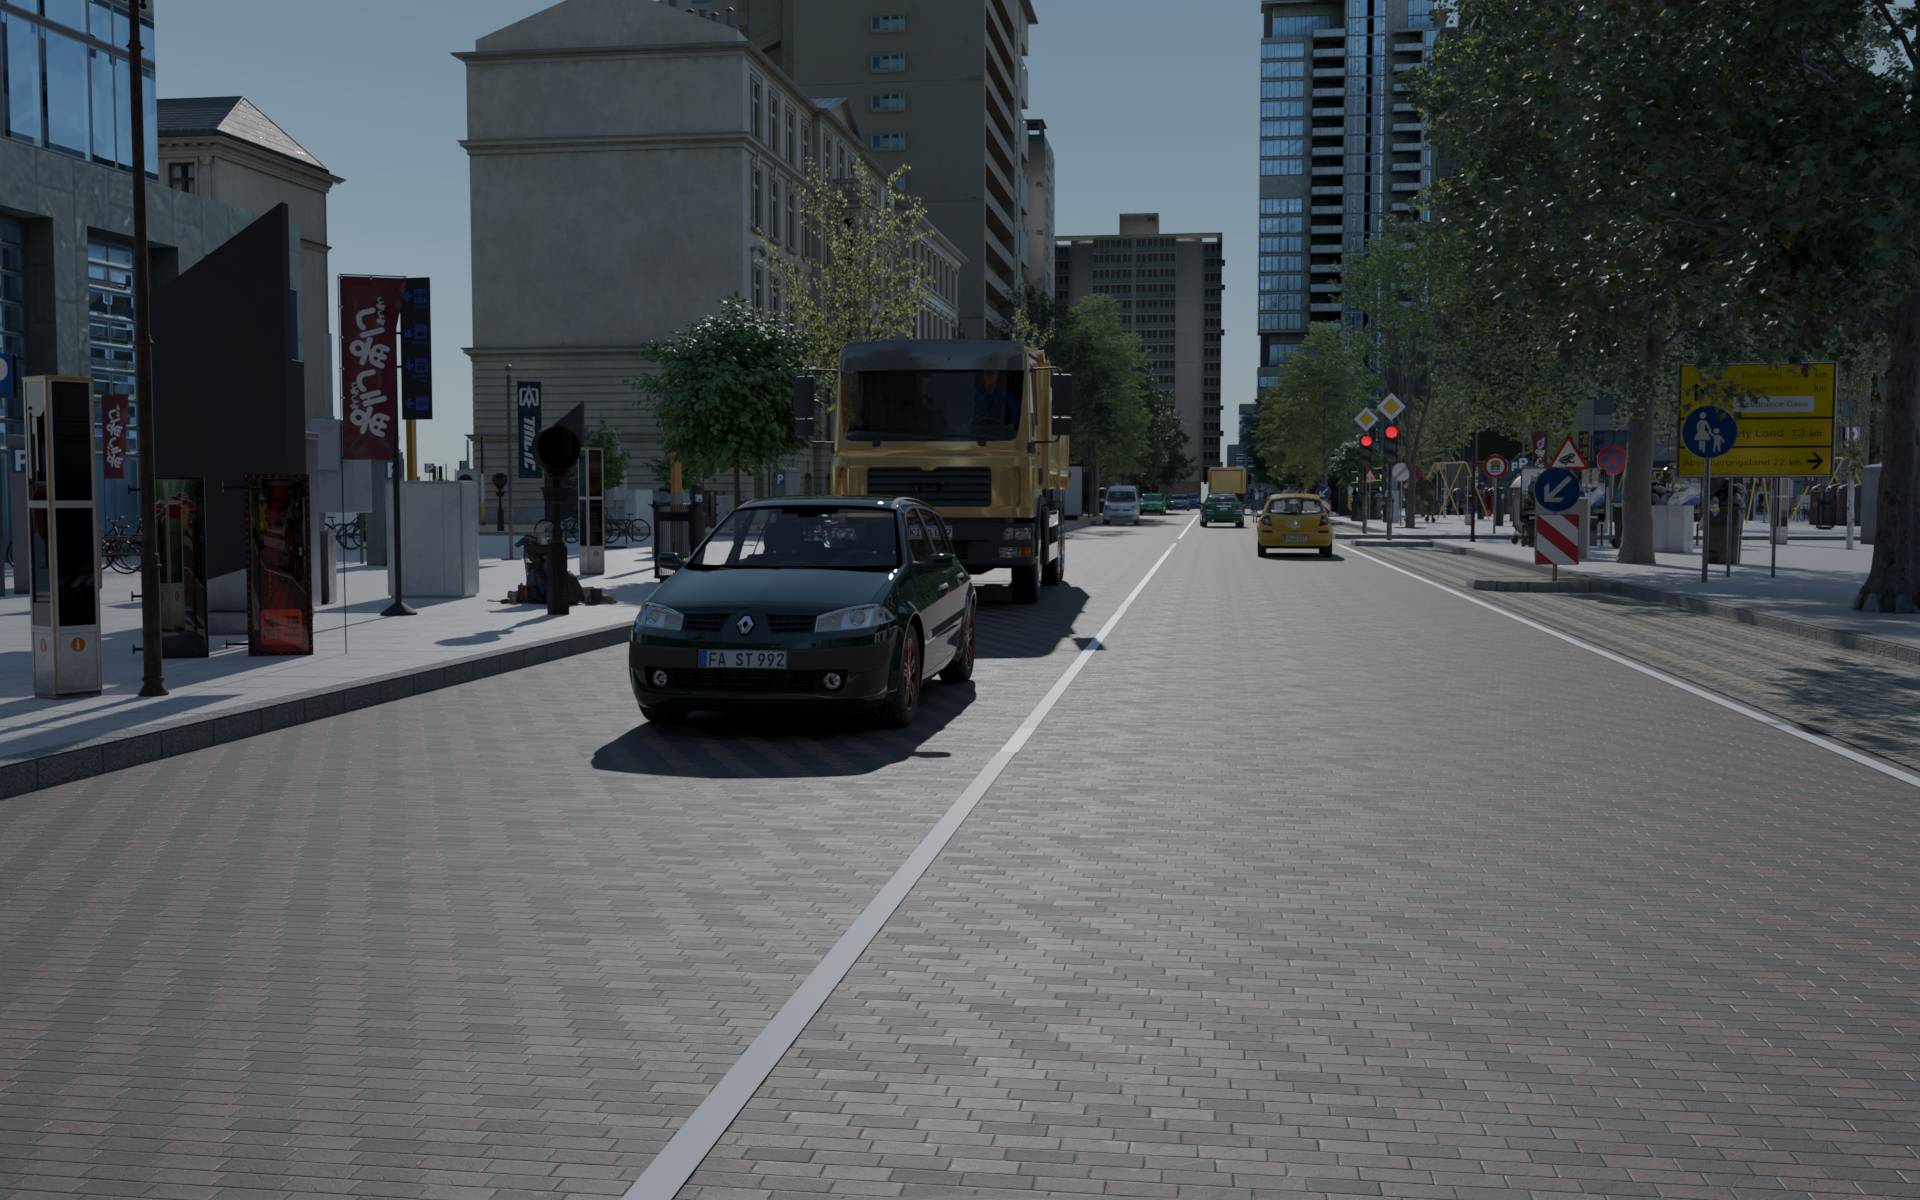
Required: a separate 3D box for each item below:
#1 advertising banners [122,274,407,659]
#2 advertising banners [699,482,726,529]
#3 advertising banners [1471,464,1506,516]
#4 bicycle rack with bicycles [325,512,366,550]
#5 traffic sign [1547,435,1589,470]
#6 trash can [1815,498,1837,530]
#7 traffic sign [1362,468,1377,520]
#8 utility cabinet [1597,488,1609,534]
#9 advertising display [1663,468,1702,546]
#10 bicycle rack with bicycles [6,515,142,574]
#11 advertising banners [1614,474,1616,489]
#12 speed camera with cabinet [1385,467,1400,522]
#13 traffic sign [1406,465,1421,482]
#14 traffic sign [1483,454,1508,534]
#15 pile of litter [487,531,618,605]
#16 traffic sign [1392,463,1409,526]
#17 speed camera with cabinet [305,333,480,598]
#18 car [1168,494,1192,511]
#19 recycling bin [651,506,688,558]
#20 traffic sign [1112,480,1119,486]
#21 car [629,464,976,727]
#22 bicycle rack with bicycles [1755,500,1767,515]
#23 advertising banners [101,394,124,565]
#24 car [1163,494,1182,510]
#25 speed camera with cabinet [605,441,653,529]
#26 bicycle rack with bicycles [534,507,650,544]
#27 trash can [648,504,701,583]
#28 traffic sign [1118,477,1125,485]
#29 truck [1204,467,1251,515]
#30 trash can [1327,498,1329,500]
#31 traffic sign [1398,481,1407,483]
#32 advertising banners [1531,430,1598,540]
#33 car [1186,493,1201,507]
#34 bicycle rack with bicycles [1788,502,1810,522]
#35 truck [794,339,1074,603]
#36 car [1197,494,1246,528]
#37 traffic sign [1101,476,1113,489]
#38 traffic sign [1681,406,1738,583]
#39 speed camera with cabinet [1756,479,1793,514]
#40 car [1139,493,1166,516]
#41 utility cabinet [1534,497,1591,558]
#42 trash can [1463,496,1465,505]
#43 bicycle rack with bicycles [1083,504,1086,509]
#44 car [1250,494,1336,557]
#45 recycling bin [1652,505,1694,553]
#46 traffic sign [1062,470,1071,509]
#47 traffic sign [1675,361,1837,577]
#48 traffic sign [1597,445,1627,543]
[{"bbox_3d":[-5.419,-1.068,13.655,2.074,3.025,0.090,-1,4,-18],"label":"advertising banners"},{"bbox_3d":[-9.952,-4.464,69.181,0.090,3.025,2.074,-3,5,-39],"label":"advertising banners"},{"bbox_3d":[30.298,-6.307,99.309,2.074,3.025,0.090,0,4,-3],"label":"advertising banners"},{"bbox_3d":[-13.629,-1.641,40.206,2.925,0.926,2.852,-1,4,-10],"label":"bicycle rack with bicycles"},{"bbox_3d":[13.330,-2.325,38.017,0.884,2.594,0.081,1,4,16],"label":"traffic sign"},{"bbox_3d":[31.277,-3.116,62.594,0.748,1.137,0.748,0,3,0],"label":"trash can"},{"bbox_3d":[20.360,-5.265,86.087,0.884,2.594,0.081,1,4,16],"label":"traffic sign"},{"bbox_3d":[20.098,-2.849,55.260,1.173,1.500,0.318,-1,4,-14],"label":"utility cabinet"},{"bbox_3d":[17.863,-2.302,42.853,0.974,1.923,0.123,0,4,-6],"label":"advertising display"},{"bbox_3d":[-13.985,-0.907,28.212,2.925,0.926,2.852,-1,4,-10],"label":"bicycle rack with bicycles"},{"bbox_3d":[39.331,-6.504,102.523,0.090,3.025,2.074,-3,5,-45],"label":"advertising banners"},{"bbox_3d":[19.859,-5.214,79.577,0.660,3.252,2.038,1,4,11],"label":"speed camera with cabinet"},{"bbox_3d":[19.352,-4.532,74.209,0.768,2.556,0.104,1,4,11],"label":"traffic sign"},{"bbox_3d":[17.232,-3.406,55.798,0.768,2.556,0.104,1,4,16],"label":"traffic sign"},{"bbox_3d":[-4.825,-0.402,20.531,1.719,0.858,1.176,3,5,41],"label":"pile of litter"},{"bbox_3d":[17.867,-4.285,70.160,0.768,2.556,0.104,1,4,14],"label":"traffic sign"},{"bbox_3d":[-7.080,-1.664,21.538,2.038,3.252,0.660,0,4,4],"label":"speed camera with cabinet"},{"bbox_3d":[18.802,-8.335,148.274,2.014,1.417,4.499,0,4,7],"label":"car"},{"bbox_3d":[-5.896,-1.382,35.157,0.722,1.027,0.722,-1,4,-11],"label":"recycling bin"},{"bbox_3d":[11.133,-7.649,125.063,0.884,2.594,0.081,1,4,10],"label":"traffic sign"},{"bbox_3d":[-0.952,-0.135,12.001,2.009,1.686,4.222,1,4,8],"label":"car"},{"bbox_3d":[47.976,-5.626,105.361,2.925,0.926,2.852,-2,4,-33],"label":"bicycle rack with bicycles"},{"bbox_3d":[-15.565,-2.101,30.547,2.074,3.025,0.090,1,4,9],"label":"advertising banners"},{"bbox_3d":[19.174,-8.877,156.937,2.131,1.459,4.920,1,4,9],"label":"car"},{"bbox_3d":[-12.455,-4.325,65.046,0.660,3.252,2.038,2,4,33],"label":"speed camera with cabinet"},{"bbox_3d":[-9.723,-1.965,45.504,2.925,0.926,2.852,0,4,-4],"label":"bicycle rack with bicycles"},{"bbox_3d":[-4.136,-0.824,25.129,0.748,1.137,0.748,0,3,0],"label":"trash can"},{"bbox_3d":[12.093,-8.002,130.938,0.768,2.556,0.104,1,4,9],"label":"traffic sign"},{"bbox_3d":[19.073,-7.813,123.665,3.469,3.379,9.791,1,4,9],"label":"truck"},{"bbox_3d":[26.370,-6.948,125.252,0.748,1.137,0.748,0,3,0],"label":"trash can"},{"bbox_3d":[20.728,-5.026,82.184,0.884,2.594,0.081,1,4,13],"label":"traffic sign"},{"bbox_3d":[16.468,-3.122,47.240,0.090,3.025,2.074,-3,4,-38],"label":"advertising banners"},{"bbox_3d":[25.269,-10.967,188.897,1.945,1.707,3.694,0,4,7],"label":"car"},{"bbox_3d":[39.967,-4.140,81.064,2.852,0.926,2.925,1,4,22],"label":"bicycle rack with bicycles"},{"bbox_3d":[0.064,-1.778,24.987,3.469,3.379,9.791,0,4,6],"label":"truck"},{"bbox_3d":[11.437,-3.908,75.693,2.131,1.459,4.920,0,4,6],"label":"car"},{"bbox_3d":[10.274,-7.418,121.283,0.884,2.594,0.081,1,4,12],"label":"traffic sign"},{"bbox_3d":[10.769,-1.521,24.974,0.768,2.556,0.104,1,4,9],"label":"traffic sign"},{"bbox_3d":[51.470,-7.039,109.418,0.660,3.252,2.038,-3,5,-44],"label":"speed camera with cabinet"},{"bbox_3d":[12.918,-6.593,116.590,1.959,1.807,4.718,1,4,9],"label":"car"},{"bbox_3d":[12.130,-1.451,34.891,1.020,1.237,0.306,2,4,32],"label":"utility cabinet"},{"bbox_3d":[33.436,-6.249,113.828,0.748,1.137,0.748,0,3,0],"label":"trash can"},{"bbox_3d":[6.880,-6.009,111.632,2.852,0.926,2.925,-2,4,-34],"label":"bicycle rack with bicycles"},{"bbox_3d":[7.852,-1.868,40.760,2.015,1.641,3.980,1,4,10],"label":"car"},{"bbox_3d":[15.698,-1.567,38.172,0.722,1.027,0.722,3,4,39],"label":"recycling bin"},{"bbox_3d":[4.816,-4.949,81.028,0.768,2.556,0.104,1,4,11],"label":"traffic sign"},{"bbox_3d":[12.227,-2.007,26.680,2.265,3.308,0.079,1,4,13],"label":"traffic sign"},{"bbox_3d":[16.935,-2.747,45.012,0.768,2.556,0.104,1,4,14],"label":"traffic sign"}]
